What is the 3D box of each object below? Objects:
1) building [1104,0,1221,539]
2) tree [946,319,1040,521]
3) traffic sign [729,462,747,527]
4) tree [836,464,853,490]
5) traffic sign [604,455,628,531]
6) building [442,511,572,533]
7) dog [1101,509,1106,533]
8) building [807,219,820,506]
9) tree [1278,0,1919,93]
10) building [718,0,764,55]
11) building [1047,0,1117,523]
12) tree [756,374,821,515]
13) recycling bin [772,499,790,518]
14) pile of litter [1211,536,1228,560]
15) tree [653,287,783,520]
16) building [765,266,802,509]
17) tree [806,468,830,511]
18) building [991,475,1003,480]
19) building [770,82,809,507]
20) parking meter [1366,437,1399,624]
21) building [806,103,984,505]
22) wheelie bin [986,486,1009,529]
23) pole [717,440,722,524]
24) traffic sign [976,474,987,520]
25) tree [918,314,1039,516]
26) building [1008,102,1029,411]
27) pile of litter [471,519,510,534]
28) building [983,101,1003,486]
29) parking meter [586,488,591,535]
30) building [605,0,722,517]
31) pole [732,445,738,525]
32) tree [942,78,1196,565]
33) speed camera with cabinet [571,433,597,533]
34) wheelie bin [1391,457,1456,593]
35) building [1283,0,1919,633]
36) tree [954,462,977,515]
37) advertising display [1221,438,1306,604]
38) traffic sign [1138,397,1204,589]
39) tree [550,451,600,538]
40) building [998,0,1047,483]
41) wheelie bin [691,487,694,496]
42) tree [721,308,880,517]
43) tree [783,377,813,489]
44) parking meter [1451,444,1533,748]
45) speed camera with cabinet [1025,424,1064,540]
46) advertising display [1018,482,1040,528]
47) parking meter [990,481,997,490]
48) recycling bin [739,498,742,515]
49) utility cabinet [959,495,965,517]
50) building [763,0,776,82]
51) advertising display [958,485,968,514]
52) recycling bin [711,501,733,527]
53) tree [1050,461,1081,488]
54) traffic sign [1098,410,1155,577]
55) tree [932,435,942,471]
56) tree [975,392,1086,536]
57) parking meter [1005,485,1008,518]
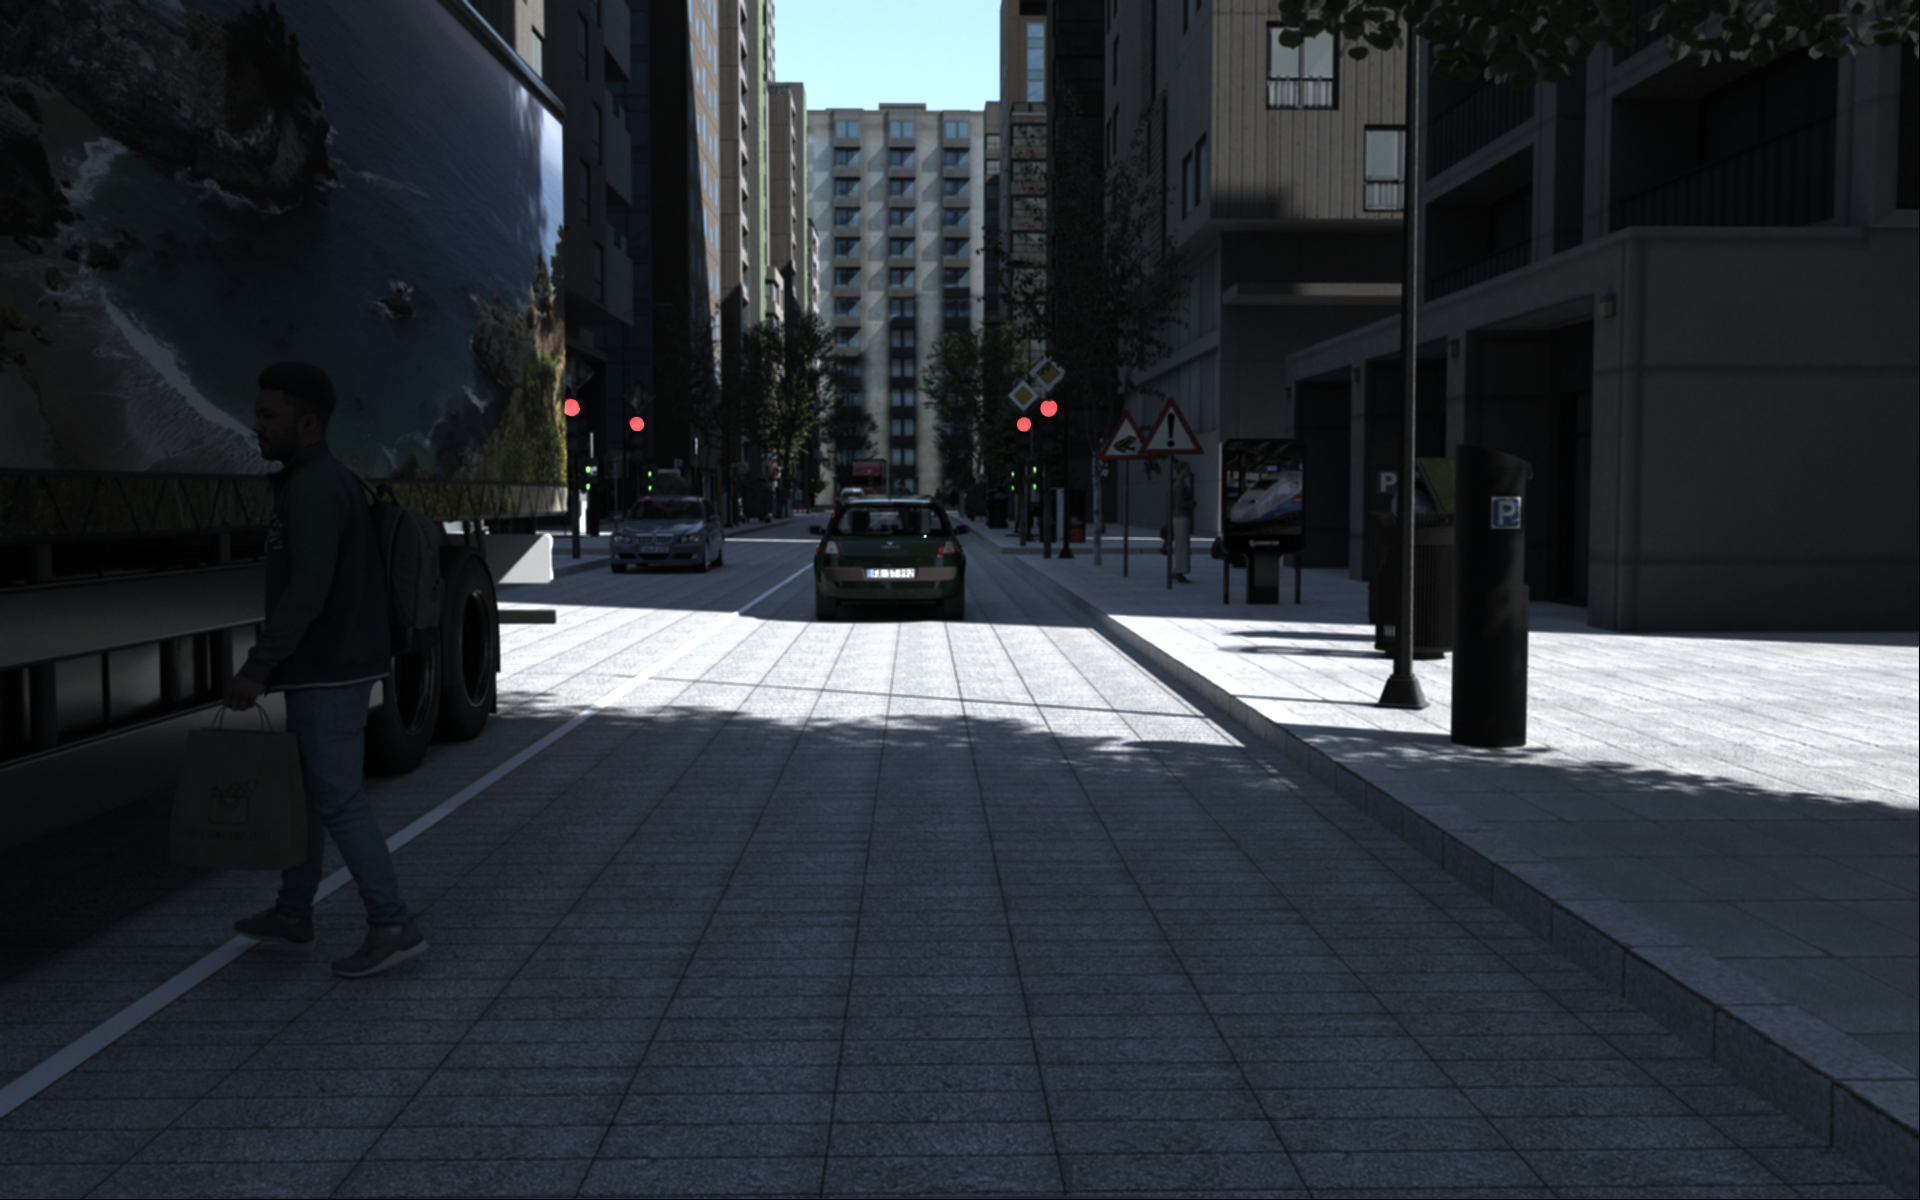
[{"bbox_3d":[19.318,-28.730,58.969,27.495,52.752,28.713,0,4,-1],"label":"building"},{"bbox_3d":[1.444,-7.551,73.816,4.737,8.622,4.395,0,3,0],"label":"tree"},{"bbox_3d":[-8.753,-4.158,68.095,0.768,2.556,0.104,0,4,4],"label":"traffic sign"},{"bbox_3d":[-11.843,-12.435,187.018,4.285,4.588,4.351,0,3,0],"label":"tree"},{"bbox_3d":[-8.900,-2.611,44.818,0.606,2.300,0.079,0,4,4],"label":"traffic sign"},{"bbox_3d":[-27.534,-29.052,64.239,28.713,52.752,27.495,0,4,-1],"label":"building"},{"bbox_3d":[4.493,-2.572,56.425,0.513,0.831,0.800,2,4,33],"label":"dog"},{"bbox_3d":[-21.973,-25.166,183.173,14.107,30.474,14.160,0,4,-1],"label":"building"},{"bbox_3d":[3.285,-5.284,4.526,7.486,12.596,7.792,0,3,0],"label":"tree"},{"bbox_3d":[-21.514,-26.924,123.810,14.154,41.232,14.086,0,4,-1],"label":"building"},{"bbox_3d":[10.937,-18.975,81.949,14.160,30.474,14.107,0,4,-1],"label":"building"},{"bbox_3d":[-10.474,-9.466,105.126,4.737,8.622,4.395,0,3,0],"label":"tree"},{"bbox_3d":[-9.788,-5.026,94.735,0.722,1.027,0.722,3,4,37],"label":"recycling bin"},{"bbox_3d":[5.672,-1.251,34.423,1.719,0.858,1.176,-3,4,-36],"label":"pile of litter"},{"bbox_3d":[-8.983,-6.790,61.381,4.360,8.622,3.978,0,3,0],"label":"tree"},{"bbox_3d":[-28.182,-18.389,145.707,27.650,21.520,28.899,0,4,-1],"label":"building"},{"bbox_3d":[-10.769,-8.248,129.450,1.663,3.219,1.824,0,3,0],"label":"tree"},{"bbox_3d":[17.895,-28.897,164.343,32.217,40.220,23.993,0,4,-1],"label":"building"},{"bbox_3d":[-22.115,-29.555,166.825,14.154,41.232,14.086,0,4,-1],"label":"building"},{"bbox_3d":[4.218,-0.699,17.142,0.399,1.863,0.255,1,4,14],"label":"parking meter"},{"bbox_3d":[-7.145,-36.404,214.806,30.456,49.044,23.786,0,4,-1],"label":"building"},{"bbox_3d":[1.403,-3.470,64.641,0.693,1.594,0.980,-3,5,-43],"label":"wheelie bin"},{"bbox_3d":[-9.016,-4.347,64.921,0.158,3.312,0.155,0,3,0],"label":"pole"},{"bbox_3d":[1.070,-5.143,86.220,0.606,2.300,0.079,0,3,0],"label":"traffic sign"},{"bbox_3d":[1.167,-10.635,99.641,9.928,11.665,9.643,0,3,0],"label":"tree"},{"bbox_3d":[10.542,-21.992,131.263,14.160,30.474,14.107,0,4,-1],"label":"building"},{"bbox_3d":[-12.990,-2.052,47.512,1.176,0.858,1.719,2,4,26],"label":"pile of litter"},{"bbox_3d":[9.447,-30.583,183.631,14.154,41.232,14.086,0,4,-1],"label":"building"},{"bbox_3d":[-11.604,-2.823,54.567,0.372,1.533,0.369,0,3,0],"label":"parking meter"},{"bbox_3d":[-20.725,-27.115,93.435,14.600,45.320,14.200,0,4,-1],"label":"building"},{"bbox_3d":[-9.398,-4.807,72.432,0.158,3.312,0.155,0,3,0],"label":"pole"},{"bbox_3d":[2.403,-4.919,30.791,4.360,8.622,3.978,0,3,0],"label":"tree"},{"bbox_3d":[-12.292,-3.803,56.516,0.660,3.252,2.038,-1,4,-19],"label":"speed camera with cabinet"},{"bbox_3d":[4.158,-0.435,15.027,0.980,1.594,0.693,-2,4,-29],"label":"wheelie bin"},{"bbox_3d":[16.202,-35.497,18.628,20.563,71.187,20.611,0,4,-1],"label":"building"},{"bbox_3d":[0.408,-6.786,105.559,1.663,3.219,1.824,0,3,0],"label":"tree"},{"bbox_3d":[3.532,-0.915,20.176,0.974,1.923,0.123,0,4,-4],"label":"advertising display"},{"bbox_3d":[2.827,-1.425,23.297,0.884,2.594,0.081,0,4,0],"label":"traffic sign"},{"bbox_3d":[-11.749,-3.468,51.296,1.663,3.219,1.824,0,3,0],"label":"tree"},{"bbox_3d":[10.527,-30.265,144.941,14.600,45.320,14.200,0,4,-1],"label":"building"},{"bbox_3d":[-11.445,-3.949,72.467,0.980,1.594,0.693,-3,5,-41],"label":"wheelie bin"},{"bbox_3d":[-9.632,-10.420,96.114,9.928,11.665,9.643,0,3,0],"label":"tree"},{"bbox_3d":[-9.562,-8.266,85.518,4.360,8.622,3.978,0,3,0],"label":"tree"},{"bbox_3d":[2.726,-0.029,8.891,0.372,1.533,0.369,0,3,0],"label":"parking meter"},{"bbox_3d":[2.537,-3.321,48.639,0.660,3.252,2.038,-2,4,-34],"label":"speed camera with cabinet"},{"bbox_3d":[2.607,-3.695,65.619,0.974,1.923,0.123,-2,4,-28],"label":"advertising display"},{"bbox_3d":[1.532,-4.509,79.440,0.255,1.863,0.399,0,4,-6],"label":"parking meter"},{"bbox_3d":[-14.012,-5.846,108.143,0.722,1.027,0.722,0,4,7],"label":"recycling bin"},{"bbox_3d":[0.129,-5.188,95.979,0.306,1.237,1.020,0,4,1],"label":"utility cabinet"},{"bbox_3d":[-33.545,-47.335,212.186,20.611,71.187,20.563,0,4,-1],"label":"building"},{"bbox_3d":[0.345,-6.519,111.791,0.974,1.923,0.123,1,4,18],"label":"advertising display"},{"bbox_3d":[-9.275,-3.358,67.453,0.722,1.027,0.722,-1,4,-20],"label":"recycling bin"},{"bbox_3d":[3.807,-4.597,69.769,1.663,3.219,1.824,0,3,0],"label":"tree"},{"bbox_3d":[2.567,-1.638,26.792,0.884,2.594,0.081,0,4,4],"label":"traffic sign"},{"bbox_3d":[0.140,-11.607,140.131,4.360,8.622,3.978,0,3,0],"label":"tree"},{"bbox_3d":[2.173,-4.232,52.900,4.285,4.588,4.351,0,3,0],"label":"tree"},{"bbox_3d":[2.571,-5.362,93.378,0.255,1.863,0.399,1,4,16],"label":"parking meter"}]
